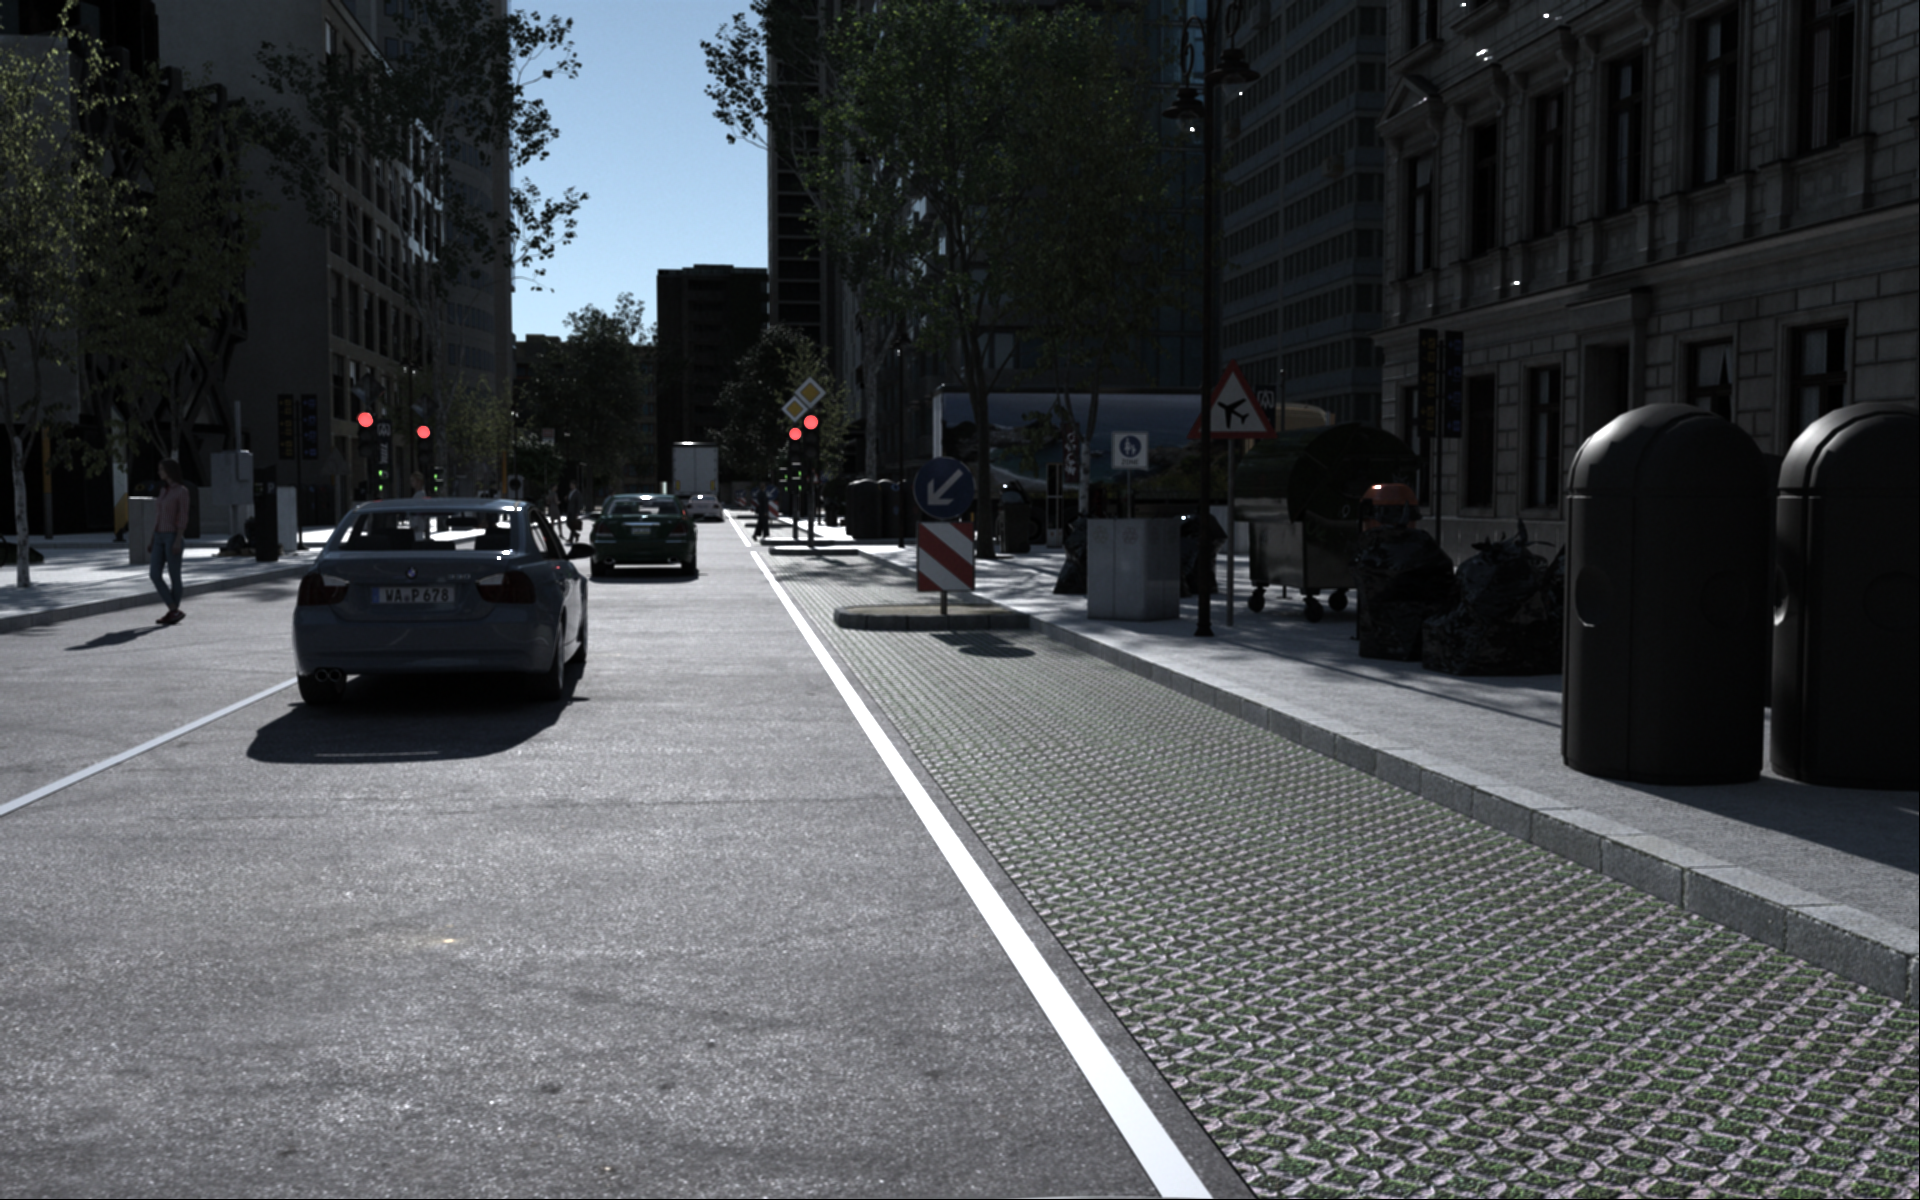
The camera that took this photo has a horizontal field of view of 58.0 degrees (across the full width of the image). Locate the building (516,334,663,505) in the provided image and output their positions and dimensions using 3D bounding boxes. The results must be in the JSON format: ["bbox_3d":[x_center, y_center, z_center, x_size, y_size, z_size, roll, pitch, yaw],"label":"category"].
[{"bbox_3d":[-53.684,-23.231,224.870,28.899,21.520,27.650,0,4,-8],"label":"building"}]

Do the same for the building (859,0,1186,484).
[{"bbox_3d":[3.679,-32.474,150.552,23.786,49.044,30.456,0,4,-8],"label":"building"}]

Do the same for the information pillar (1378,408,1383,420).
[{"bbox_3d":[10.538,-3.175,43.258,0.183,3.616,0.504,-1,4,-15],"label":"information pillar"}]

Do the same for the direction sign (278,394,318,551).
[{"bbox_3d":[-15.013,-2.895,39.333,0.876,3.537,0.379,0,4,0],"label":"direction sign"}]

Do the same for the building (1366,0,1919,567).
[{"bbox_3d":[14.100,-9.839,25.499,10.561,19.102,19.286,0,4,-8],"label":"building"}]

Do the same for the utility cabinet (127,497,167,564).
[{"bbox_3d":[-15.041,-1.281,32.111,0.306,1.237,1.020,0,4,-1],"label":"utility cabinet"}]

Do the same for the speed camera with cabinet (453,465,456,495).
[{"bbox_3d":[-33.705,-7.453,116.194,0.660,3.252,2.038,-1,4,-14],"label":"speed camera with cabinet"}]

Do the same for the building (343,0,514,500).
[{"bbox_3d":[-46.858,-36.112,132.430,21.231,58.520,28.212,0,4,-8],"label":"building"}]

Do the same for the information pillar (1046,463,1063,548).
[{"bbox_3d":[2.242,-2.235,41.036,0.304,2.012,0.304,2,4,27],"label":"information pillar"}]

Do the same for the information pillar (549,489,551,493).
[{"bbox_3d":[-27.413,-7.630,116.105,0.504,3.616,0.183,1,4,17],"label":"information pillar"}]

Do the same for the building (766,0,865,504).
[{"bbox_3d":[-14.492,-48.174,225.895,20.611,71.187,20.563,0,4,-8],"label":"building"}]

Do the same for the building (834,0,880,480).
[{"bbox_3d":[2.109,-36.151,180.305,28.713,52.752,27.495,0,4,-8],"label":"building"}]

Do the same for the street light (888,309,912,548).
[{"bbox_3d":[-1.402,-4.188,41.264,0.468,5.910,1.993,0,4,-8],"label":"street light"}]

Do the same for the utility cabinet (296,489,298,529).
[{"bbox_3d":[-24.042,-3.274,62.210,0.318,1.500,1.173,-2,4,-29],"label":"utility cabinet"}]

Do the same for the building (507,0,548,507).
[{"bbox_3d":[-57.573,-52.665,173.742,31.000,86.520,22.319,0,4,-8],"label":"building"}]

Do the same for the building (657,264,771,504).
[{"bbox_3d":[-31.467,-27.485,221.081,14.107,30.474,14.160,0,4,-8],"label":"building"}]

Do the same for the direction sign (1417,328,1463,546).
[{"bbox_3d":[6.637,-1.956,23.985,0.876,3.537,0.379,-2,4,-34],"label":"direction sign"}]

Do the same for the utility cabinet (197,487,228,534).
[{"bbox_3d":[-23.900,-2.853,55.317,1.173,1.500,0.318,-2,4,-26],"label":"utility cabinet"}]

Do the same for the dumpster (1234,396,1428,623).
[{"bbox_3d":[3.822,-0.950,18.028,1.502,2.255,1.985,0,4,-8],"label":"dumpster"}]

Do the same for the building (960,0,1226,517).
[{"bbox_3d":[7.882,-29.944,109.193,23.786,49.044,30.456,0,4,-8],"label":"building"}]

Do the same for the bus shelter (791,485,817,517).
[{"bbox_3d":[-9.325,-6.741,101.493,1.731,3.624,6.357,0,4,-8],"label":"bus shelter"}]

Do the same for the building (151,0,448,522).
[{"bbox_3d":[-39.768,-17.560,91.625,19.350,26.468,34.151,0,4,-8],"label":"building"}]

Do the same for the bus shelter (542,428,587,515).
[{"bbox_3d":[-24.770,-8.002,108.458,2.179,5.291,8.768,0,4,-8],"label":"bus shelter"}]

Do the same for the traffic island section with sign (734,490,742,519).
[{"bbox_3d":[-12.080,-5.682,101.525,1.989,1.847,2.006,0,4,-8],"label":"traffic island section with sign"}]

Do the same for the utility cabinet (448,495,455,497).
[{"bbox_3d":[-33.313,-6.260,113.507,1.020,1.237,0.306,0,4,6],"label":"utility cabinet"}]

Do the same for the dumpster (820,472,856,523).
[{"bbox_3d":[-5.405,-4.551,76.897,1.502,2.255,1.985,0,4,-8],"label":"dumpster"}]

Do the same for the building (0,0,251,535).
[{"bbox_3d":[-34.482,-11.825,60.793,16.820,18.784,16.811,0,4,-8],"label":"building"}]

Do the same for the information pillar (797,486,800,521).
[{"bbox_3d":[-7.924,-4.865,84.038,0.304,2.012,0.304,0,4,-7],"label":"information pillar"}]

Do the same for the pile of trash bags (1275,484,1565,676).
[{"bbox_3d":[4.013,-0.254,13.900,1.912,1.369,3.447,-1,4,-11],"label":"pile of trash bags"}]

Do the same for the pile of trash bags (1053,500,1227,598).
[{"bbox_3d":[2.806,-0.748,21.987,3.447,1.369,1.912,3,5,44],"label":"pile of trash bags"}]

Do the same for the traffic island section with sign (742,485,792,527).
[{"bbox_3d":[-8.294,-4.049,74.836,1.989,1.847,2.006,0,4,-8],"label":"traffic island section with sign"}]

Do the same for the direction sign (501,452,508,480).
[{"bbox_3d":[-24.789,-6.262,94.382,0.379,3.537,0.876,0,4,6],"label":"direction sign"}]

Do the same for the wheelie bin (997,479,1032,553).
[{"bbox_3d":[1.177,-1.818,37.633,0.693,1.594,0.980,-1,4,-12],"label":"wheelie bin"}]

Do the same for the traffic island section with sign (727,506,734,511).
[{"bbox_3d":[-19.019,-8.673,150.434,1.989,1.847,2.006,0,4,-8],"label":"traffic island section with sign"}]

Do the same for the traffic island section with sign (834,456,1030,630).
[{"bbox_3d":[-0.373,-0.639,19.078,1.989,1.847,2.006,0,4,-8],"label":"traffic island section with sign"}]

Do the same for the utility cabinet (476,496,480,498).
[{"bbox_3d":[-20.551,-3.809,73.446,0.306,1.237,1.020,-2,4,-25],"label":"utility cabinet"}]

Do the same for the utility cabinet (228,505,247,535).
[{"bbox_3d":[-22.299,-2.625,54.074,1.020,1.237,0.306,-2,4,-27],"label":"utility cabinet"}]

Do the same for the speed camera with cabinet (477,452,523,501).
[{"bbox_3d":[-21.472,-5.294,80.893,2.038,3.252,0.660,-1,4,-11],"label":"speed camera with cabinet"}]

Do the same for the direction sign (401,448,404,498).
[{"bbox_3d":[-27.469,-5.708,85.325,0.379,3.537,0.876,-1,4,-12],"label":"direction sign"}]

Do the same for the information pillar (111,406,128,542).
[{"bbox_3d":[-22.427,-3.356,46.225,0.504,3.616,0.183,2,4,29],"label":"information pillar"}]

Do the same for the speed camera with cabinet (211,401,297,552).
[{"bbox_3d":[-15.324,-2.647,37.609,0.660,3.252,2.038,1,4,18],"label":"speed camera with cabinet"}]

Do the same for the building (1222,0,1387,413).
[{"bbox_3d":[24.944,-23.180,70.869,23.993,40.220,32.217,0,4,-8],"label":"building"}]

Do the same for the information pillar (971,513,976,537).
[{"bbox_3d":[0.367,-3.679,51.506,0.183,3.616,0.504,0,4,0],"label":"information pillar"}]
